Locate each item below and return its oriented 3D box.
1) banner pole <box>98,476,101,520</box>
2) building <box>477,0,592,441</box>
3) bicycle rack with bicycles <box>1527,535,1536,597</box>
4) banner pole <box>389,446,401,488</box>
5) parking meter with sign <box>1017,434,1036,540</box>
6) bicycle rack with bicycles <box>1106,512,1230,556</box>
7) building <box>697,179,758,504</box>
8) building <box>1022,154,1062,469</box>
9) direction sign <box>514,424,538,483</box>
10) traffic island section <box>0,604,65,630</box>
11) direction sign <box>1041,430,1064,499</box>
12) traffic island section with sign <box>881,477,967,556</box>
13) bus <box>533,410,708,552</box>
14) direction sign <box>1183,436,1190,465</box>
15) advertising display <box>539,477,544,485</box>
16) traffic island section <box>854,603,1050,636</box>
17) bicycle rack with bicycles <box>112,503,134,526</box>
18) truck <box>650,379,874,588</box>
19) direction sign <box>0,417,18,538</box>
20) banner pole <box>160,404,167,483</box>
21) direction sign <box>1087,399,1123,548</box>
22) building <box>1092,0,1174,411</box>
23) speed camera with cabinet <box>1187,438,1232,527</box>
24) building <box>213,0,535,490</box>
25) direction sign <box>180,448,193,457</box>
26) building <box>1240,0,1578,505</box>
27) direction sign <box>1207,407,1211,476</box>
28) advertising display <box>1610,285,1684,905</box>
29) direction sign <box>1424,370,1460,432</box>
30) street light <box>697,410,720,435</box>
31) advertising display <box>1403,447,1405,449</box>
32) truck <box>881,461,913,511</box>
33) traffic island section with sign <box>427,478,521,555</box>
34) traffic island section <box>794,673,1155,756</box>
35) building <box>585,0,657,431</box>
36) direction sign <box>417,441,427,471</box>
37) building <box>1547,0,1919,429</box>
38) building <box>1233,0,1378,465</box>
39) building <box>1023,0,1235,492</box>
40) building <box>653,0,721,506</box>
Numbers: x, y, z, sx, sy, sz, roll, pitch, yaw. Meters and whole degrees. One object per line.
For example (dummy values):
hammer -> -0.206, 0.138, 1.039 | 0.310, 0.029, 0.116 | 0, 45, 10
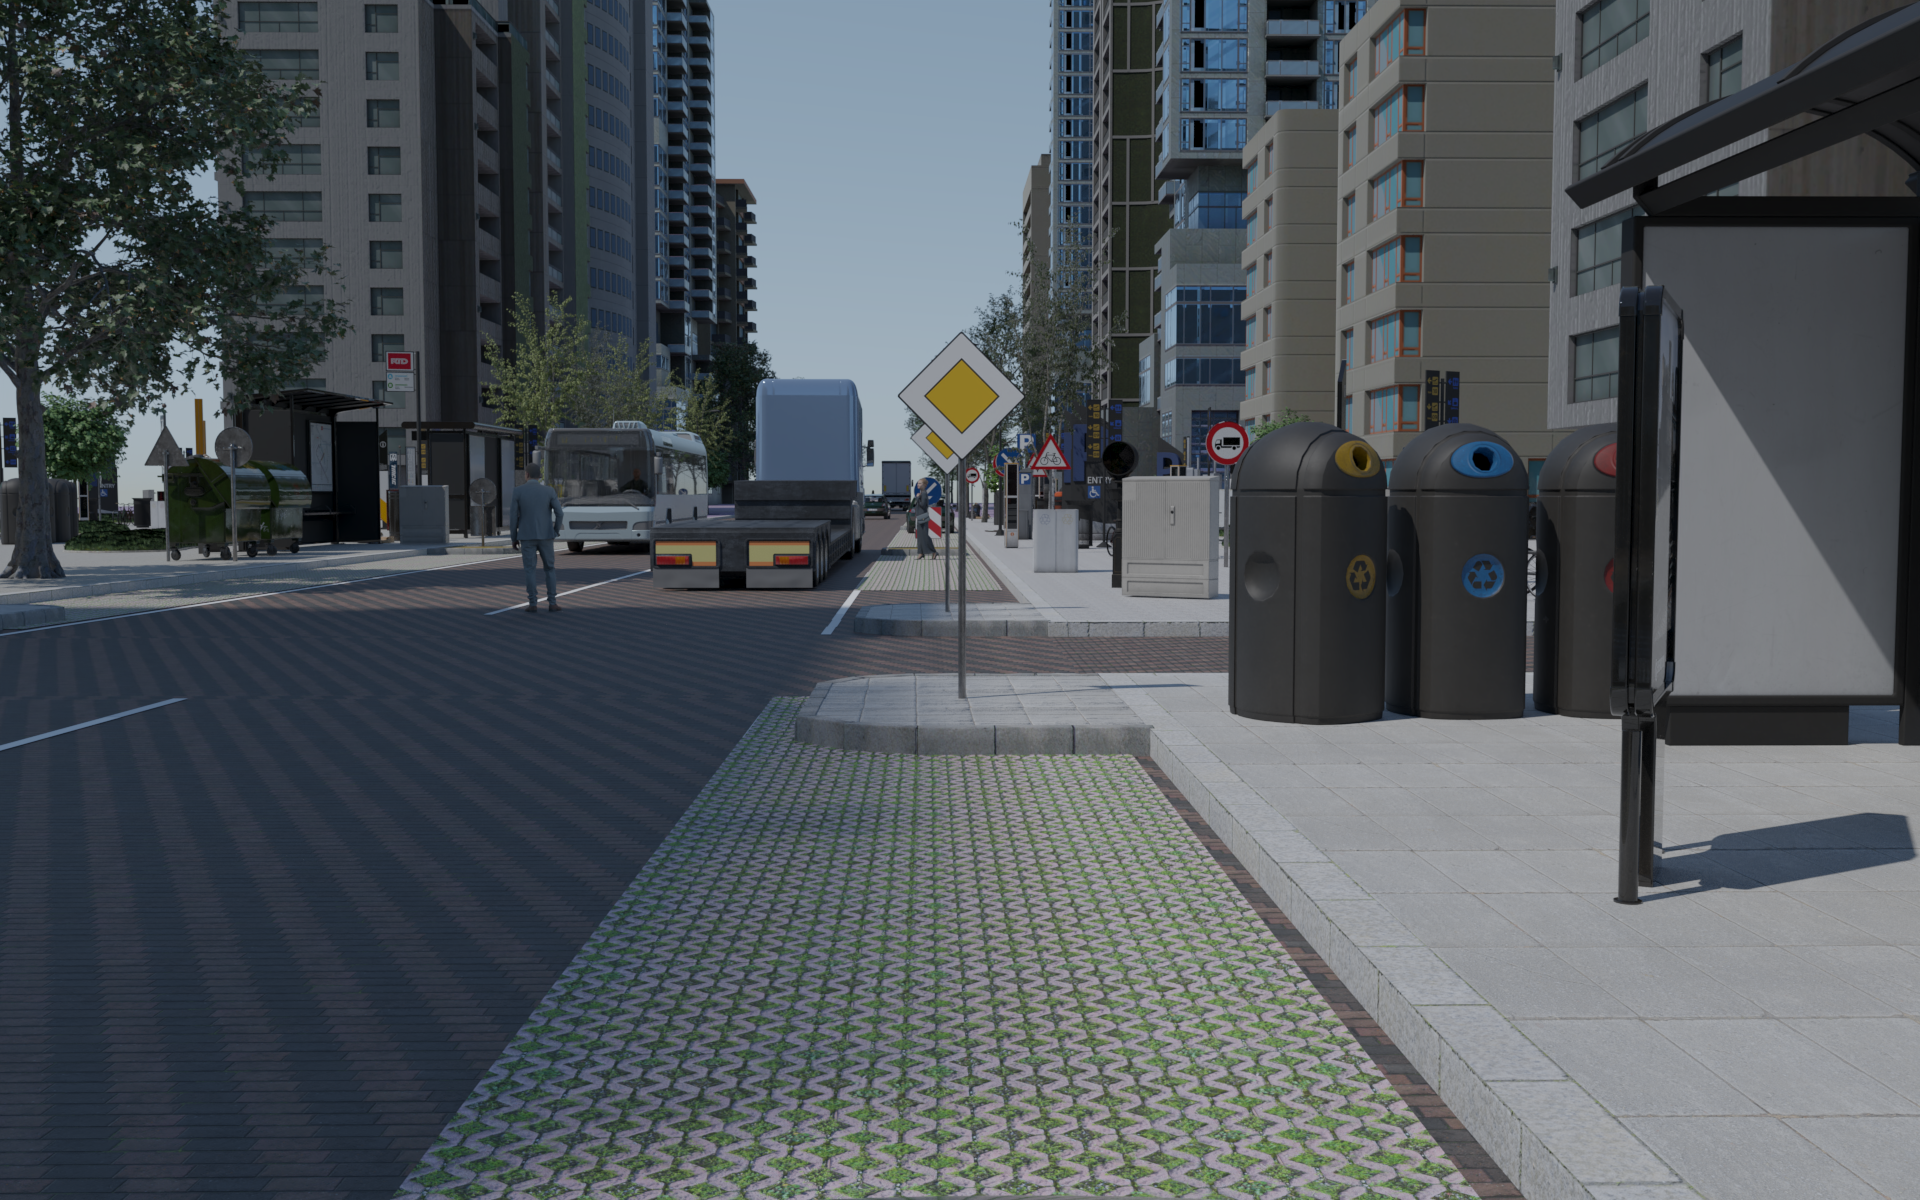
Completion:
banner pole -> -36.474, -5.102, 73.438 | 0.401, 3.779, 0.863 | -1, 4, -19
building -> -33.001, -26.396, 115.176 | 14.154, 41.232, 14.086 | 0, 4, -1
bicycle rack with bicycles -> 7.736, -0.459, 20.893 | 2.852, 0.926, 2.925 | -3, 5, -43
banner pole -> -29.193, -6.099, 89.729 | 0.863, 3.779, 0.401 | 1, 4, 15
parking meter with sign -> 1.841, -3.242, 49.270 | 0.543, 3.016, 1.738 | 0, 4, 5
bicycle rack with bicycles -> 4.351, -1.298, 34.602 | 2.852, 0.926, 2.925 | -1, 4, -9
building -> -39.153, -35.449, 234.209 | 22.147, 44.769, 28.867 | 0, 4, -1
building -> 19.956, -37.852, 242.584 | 21.300, 48.544, 21.600 | 0, 4, -1
direction sign -> -14.145, -3.946, 56.520 | 0.379, 3.537, 0.876 | 3, 5, 40
traffic island section -> -11.105, 0.221, 18.673 | 2.009, 0.180, 2.903 | 0, 4, -1
direction sign -> 3.303, -4.221, 61.009 | 0.876, 3.537, 0.379 | 0, 4, -1
traffic island section with sign -> -0.859, -1.969, 40.825 | 1.989, 1.847, 2.006 | 0, 4, -1
bus -> -8.669, -3.129, 46.012 | 2.948, 3.499, 13.247 | 0, 4, -2
direction sign -> 8.884, -4.650, 68.027 | 0.379, 3.537, 0.876 | 0, 4, -7
advertising display -> -15.544, -3.707, 65.821 | 0.974, 1.923, 0.123 | -1, 4, -16
traffic island section -> -0.116, 0.208, 18.873 | 2.009, 0.180, 2.903 | 0, 4, -1
bicycle rack with bicycles -> -33.064, -3.458, 69.926 | 2.852, 0.926, 2.925 | 0, 4, 8
truck -> -3.484, -2.749, 34.700 | 2.967, 4.110, 18.799 | 0, 4, -1
direction sign -> -28.351, -3.622, 51.212 | 0.876, 3.537, 0.379 | -1, 4, -19
banner pole -> -22.136, -3.558, 48.189 | 0.401, 3.779, 0.863 | -2, 4, -35
direction sign -> 3.464, -3.031, 41.548 | 0.876, 3.537, 0.379 | -1, 4, -10
building -> 20.301, -43.401, 147.853 | 20.563, 71.187, 20.611 | 0, 4, -1
speed camera with cabinet -> 8.731, -4.063, 60.768 | 2.038, 3.252, 0.660 | 1, 4, 18
building -> -33.480, -20.130, 100.831 | 14.160, 30.474, 14.107 | 0, 4, -1
direction sign -> -37.775, -5.652, 84.403 | 0.379, 3.537, 0.876 | 3, 4, 37
building -> 28.217, -13.930, 72.797 | 27.650, 21.520, 28.899 | 0, 4, -1
direction sign -> 6.532, -3.270, 45.461 | 0.379, 3.537, 0.876 | 0, 4, 4
advertising display -> 2.287, -0.034, 5.764 | 0.123, 1.923, 0.974 | 2, 4, 26
direction sign -> 8.857, -2.440, 31.883 | 0.876, 3.537, 0.379 | -2, 4, -32
street light -> -13.953, -7.529, 95.633 | 1.470, 5.913, 1.316 | 0, 4, -1
advertising display -> 6.280, -1.165, 24.264 | 0.123, 1.923, 0.974 | 1, 4, 18
truck -> -5.481, -9.902, 150.814 | 2.839, 4.237, 11.283 | 0, 4, -1
traffic island section with sign -> -11.539, -2.015, 41.574 | 1.989, 1.847, 2.006 | 0, 4, -1
traffic island section -> 0.034, 0.697, 10.890 | 2.009, 0.180, 2.903 | 0, 4, -1
building -> -36.749, -36.338, 136.119 | 21.231, 58.520, 28.212 | 0, 4, -1
direction sign -> -17.754, -4.036, 57.989 | 0.876, 3.537, 0.379 | 1, 4, 12
building -> 21.499, -16.126, 35.362 | 14.107, 30.474, 14.160 | 0, 4, -1
building -> 22.263, -49.440, 121.015 | 22.319, 86.520, 31.000 | 0, 4, -1
building -> 19.846, -55.189, 215.003 | 22.319, 86.520, 31.000 | 0, 4, -1
building -> -39.343, -54.439, 202.755 | 22.319, 86.520, 31.000 | 0, 4, -1
